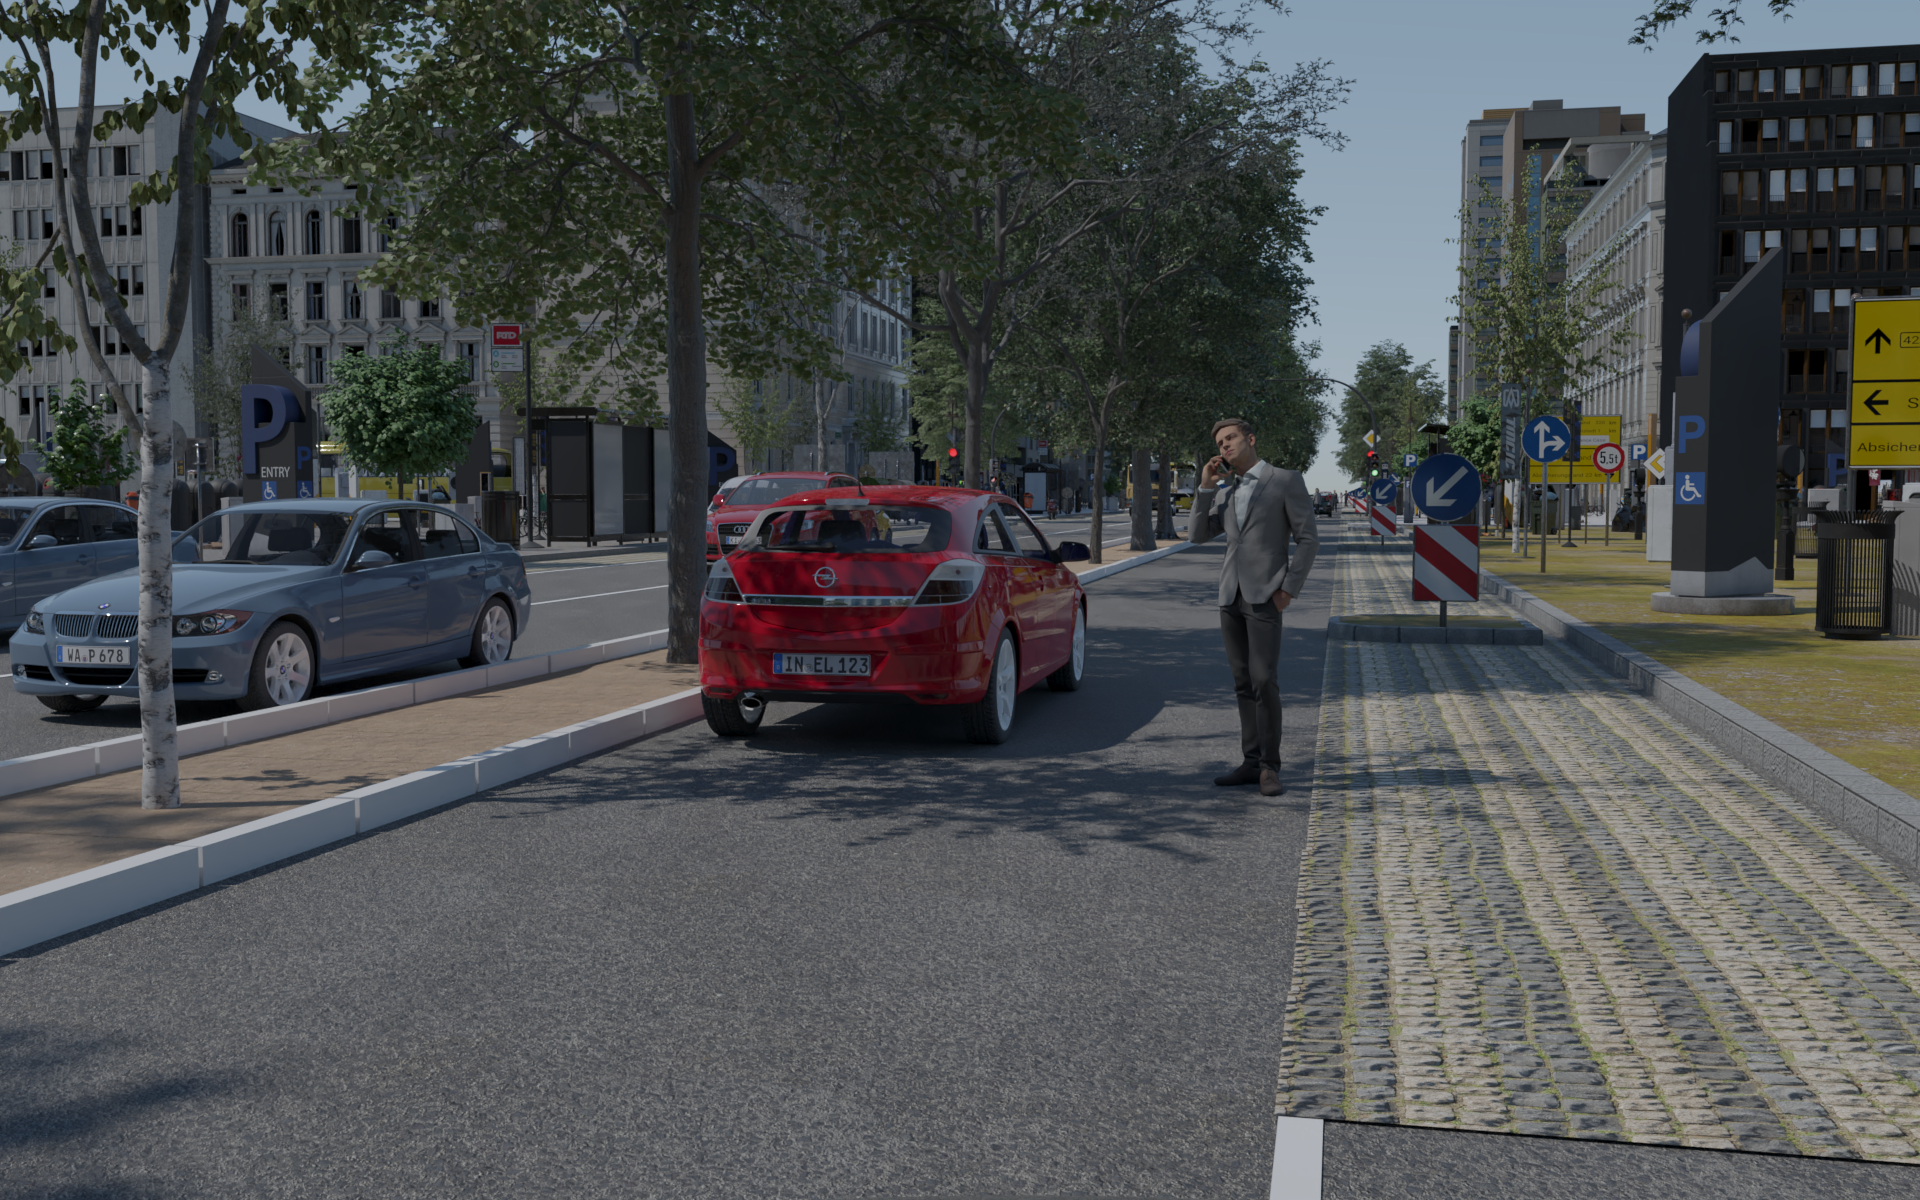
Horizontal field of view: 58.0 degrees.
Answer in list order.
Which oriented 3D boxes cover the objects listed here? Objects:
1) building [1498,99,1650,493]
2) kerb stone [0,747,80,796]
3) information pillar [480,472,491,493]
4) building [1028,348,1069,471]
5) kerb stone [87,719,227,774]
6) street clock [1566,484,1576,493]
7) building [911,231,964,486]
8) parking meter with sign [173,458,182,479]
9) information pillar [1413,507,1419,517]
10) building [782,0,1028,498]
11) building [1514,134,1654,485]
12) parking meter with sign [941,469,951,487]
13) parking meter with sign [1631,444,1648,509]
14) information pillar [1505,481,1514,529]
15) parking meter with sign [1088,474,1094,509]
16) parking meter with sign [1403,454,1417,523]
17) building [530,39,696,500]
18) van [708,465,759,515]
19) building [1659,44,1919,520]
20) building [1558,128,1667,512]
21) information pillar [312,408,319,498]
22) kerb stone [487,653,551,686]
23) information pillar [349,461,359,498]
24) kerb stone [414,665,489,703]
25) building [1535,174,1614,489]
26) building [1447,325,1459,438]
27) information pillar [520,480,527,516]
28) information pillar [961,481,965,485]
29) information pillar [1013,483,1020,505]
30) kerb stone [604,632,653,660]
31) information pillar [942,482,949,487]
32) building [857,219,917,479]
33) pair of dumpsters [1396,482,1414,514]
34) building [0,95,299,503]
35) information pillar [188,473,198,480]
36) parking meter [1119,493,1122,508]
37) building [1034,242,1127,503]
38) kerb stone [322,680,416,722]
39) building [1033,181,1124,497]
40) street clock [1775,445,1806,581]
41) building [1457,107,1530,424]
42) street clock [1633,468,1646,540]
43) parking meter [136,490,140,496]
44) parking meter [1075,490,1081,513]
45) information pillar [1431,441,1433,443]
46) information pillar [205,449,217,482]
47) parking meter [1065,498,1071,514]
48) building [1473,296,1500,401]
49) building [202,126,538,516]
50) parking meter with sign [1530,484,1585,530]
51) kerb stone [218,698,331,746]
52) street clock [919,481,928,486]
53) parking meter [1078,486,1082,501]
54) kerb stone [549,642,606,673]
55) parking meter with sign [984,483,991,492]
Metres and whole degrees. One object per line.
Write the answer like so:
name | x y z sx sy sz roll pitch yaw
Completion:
building | 69.218 -33.443 196.908 14.600 45.320 14.200 1 4 12
kerb stone | -4.544 0.850 8.293 0.120 0.150 1.000 1 4 12
information pillar | -15.921 -3.283 58.169 0.304 2.012 0.304 0 4 -5
building | -3.646 -21.355 194.197 27.650 21.520 28.899 1 4 12
kerb stone | -4.317 0.789 9.290 0.120 0.150 1.000 1 4 12
street clock | 28.207 -4.616 80.043 0.471 2.002 0.358 0 4 -4
building | -7.387 -19.242 144.291 12.332 23.373 15.834 1 4 12
parking meter with sign | -28.437 -4.019 61.964 1.738 3.016 0.543 3 5 43
information pillar | 26.130 -6.574 98.833 0.183 3.616 0.504 2 4 32
building | -5.754 -33.292 168.027 21.300 48.544 21.600 1 4 12
building | 73.477 -29.647 176.603 32.217 40.220 23.993 1 4 12
parking meter with sign | -0.842 -6.766 106.892 0.543 3.016 1.738 -2 4 -26
parking meter with sign | 24.049 -3.978 61.305 0.543 3.016 1.738 2 4 24
information pillar | 20.117 -4.409 63.440 0.183 3.616 0.504 -1 4 -19
parking meter with sign | 11.287 -9.348 149.094 0.543 3.016 1.738 0 4 -6
parking meter with sign | 19.839 -4.906 76.468 0.543 3.016 1.738 1 4 13
building | -15.896 -19.604 106.426 13.634 28.700 20.117 1 4 12
van | -4.182 -1.748 35.588 2.013 2.044 4.112 1 4 13
building | 45.874 -15.897 89.595 15.834 23.373 12.332 1 4 12
building | 53.568 -21.131 121.913 17.030 29.872 44.131 1 4 12
information pillar | -15.401 -3.029 40.871 0.183 3.616 0.504 3 4 38
kerb stone | -3.438 0.545 13.285 0.120 0.150 1.000 1 4 12
information pillar | -17.482 -3.584 49.951 0.183 3.616 0.504 -3 5 -42
kerb stone | -3.656 0.607 12.286 0.120 0.150 1.000 1 4 12
building | 60.647 -23.765 160.258 14.160 30.474 14.107 1 4 12
building | 89.578 -31.875 292.851 14.160 30.474 14.107 1 4 12
information pillar | -22.996 -5.302 91.178 0.304 2.012 0.304 3 5 40
information pillar | 0.257 -5.751 98.523 0.304 2.012 0.304 -2 4 -30
information pillar | 3.627 -6.519 111.075 0.304 2.012 0.304 -3 4 -39
kerb stone | -2.986 0.423 15.279 0.120 0.150 1.000 1 4 12
information pillar | -0.870 -6.026 103.012 0.304 2.012 0.304 -3 4 -38
building | -11.812 -20.821 126.325 13.634 28.700 20.117 1 4 12
pair of dumpsters | 28.435 -6.638 111.019 1.574 2.255 4.437 1 4 12
building | -54.007 -17.907 110.801 19.932 24.808 12.078 1 4 12
information pillar | -26.339 -3.375 59.674 0.304 2.012 0.304 2 4 34
parking meter | 13.965 -8.808 149.726 0.399 1.863 0.255 -1 4 -19
building | 10.321 -35.110 265.931 32.217 40.220 23.993 1 4 12
kerb stone | -3.881 0.667 11.288 0.120 0.150 1.000 1 4 12
building | 17.901 -42.886 290.421 28.713 52.752 27.495 1 4 12
street clock | 12.257 -1.292 25.688 0.471 2.002 0.358 -1 4 -23
building | 88.614 -44.516 269.842 21.231 58.520 28.212 1 4 12
street clock | 18.947 -2.675 48.310 0.358 2.002 0.471 1 4 11
parking meter | -46.418 -5.483 98.062 0.372 1.533 0.369 0 3 0
parking meter | 8.575 -7.184 125.869 0.372 1.533 0.369 0 3 0
information pillar | 20.974 -5.235 76.946 0.183 3.616 0.504 2 4 28
information pillar | -32.878 -5.179 76.027 0.504 3.616 0.183 -1 4 -16
parking meter | 6.905 -6.251 110.608 0.372 1.533 0.369 0 3 0
building | 81.287 -29.281 250.438 14.160 30.474 14.107 1 4 12
building | -34.493 -16.956 106.117 19.941 23.489 11.050 1 4 12
parking meter with sign | 21.218 -4.000 61.654 1.738 3.016 0.543 1 4 19
kerb stone | -4.093 0.728 10.288 0.120 0.150 1.000 1 4 12
street clock | -2.055 -5.695 97.688 0.471 2.002 0.358 -2 4 -31
parking meter | 8.936 -7.614 130.197 0.255 1.863 0.399 -2 4 -29
kerb stone | -3.205 0.484 14.281 0.120 0.150 1.000 1 4 12
parking meter with sign | 1.961 -7.289 115.433 0.543 3.016 1.738 3 5 43
